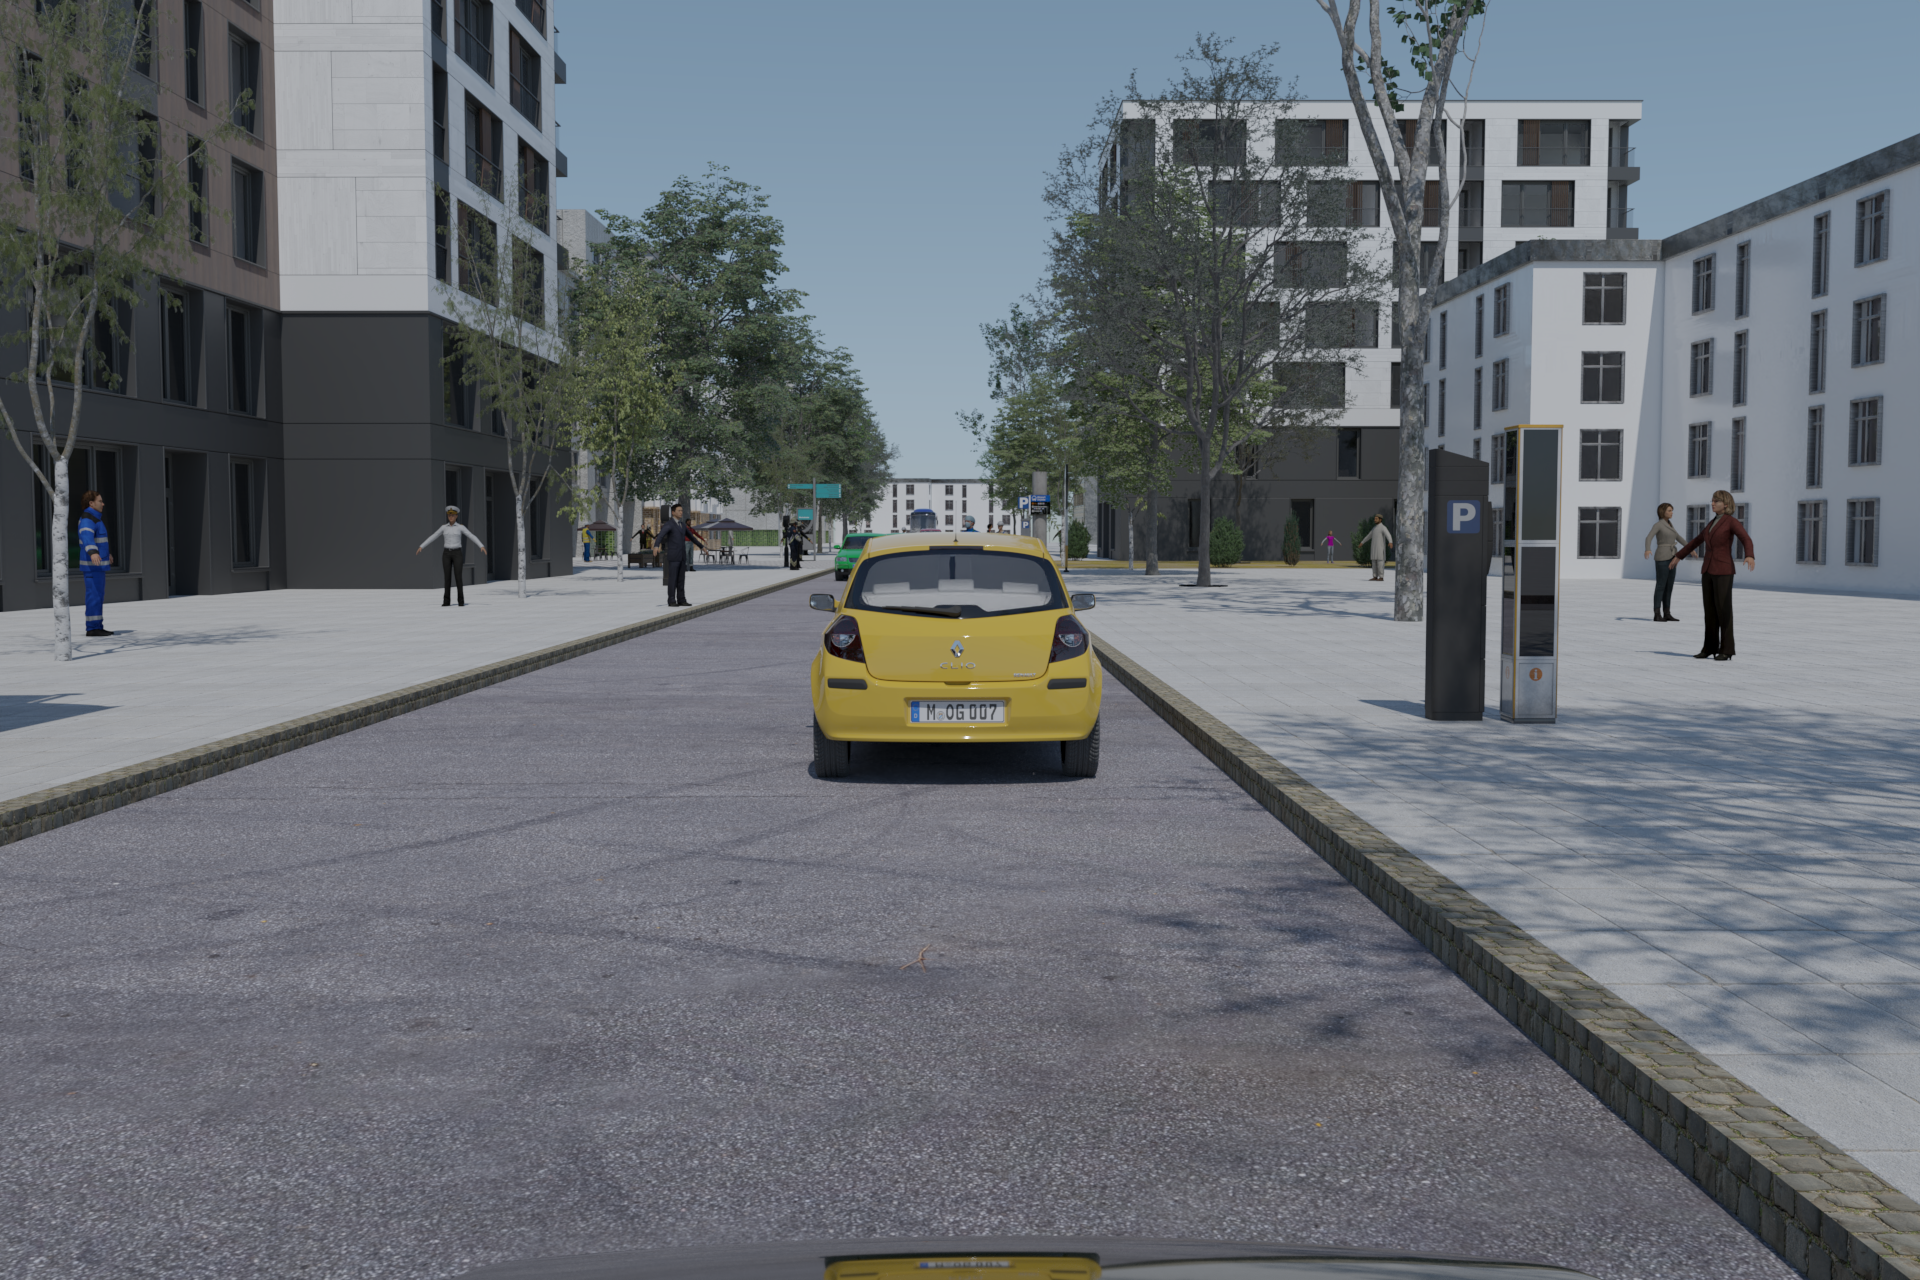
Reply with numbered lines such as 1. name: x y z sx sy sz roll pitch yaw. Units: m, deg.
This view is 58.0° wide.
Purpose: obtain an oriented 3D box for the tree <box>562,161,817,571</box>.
1. tree: -9.799 -9.419 60.661 9.857 13.997 8.962 0 3 0

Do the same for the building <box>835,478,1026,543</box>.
1. building: -4.219 -19.257 259.455 28.070 9.664 9.099 0 4 6

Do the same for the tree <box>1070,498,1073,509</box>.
1. tree: 18.779 -18.679 255.763 4.360 8.622 3.978 0 3 0

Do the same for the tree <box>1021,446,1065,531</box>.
1. tree: 6.120 -10.944 129.301 4.737 8.622 4.395 0 3 0

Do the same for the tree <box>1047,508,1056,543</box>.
1. tree: 13.558 -18.789 257.561 4.360 8.622 3.978 0 3 0

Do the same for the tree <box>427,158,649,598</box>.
1. tree: -8.909 -5.153 34.613 4.360 8.622 3.978 0 3 0

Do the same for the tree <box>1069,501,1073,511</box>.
1. tree: 18.312 -19.029 261.486 4.737 8.622 4.395 0 3 0

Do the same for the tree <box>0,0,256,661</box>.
1. tree: -8.984 -4.078 17.044 4.360 8.622 3.978 0 3 0

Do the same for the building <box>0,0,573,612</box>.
1. building: -26.147 -11.832 37.425 27.936 21.610 32.646 0 4 0

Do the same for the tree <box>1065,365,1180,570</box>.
1. tree: 5.982 -6.789 61.356 4.737 8.622 4.395 0 3 0

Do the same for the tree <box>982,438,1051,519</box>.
1. tree: 5.762 -13.455 154.402 8.767 10.594 7.601 2 4 27

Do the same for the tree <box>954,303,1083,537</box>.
1. tree: 6.004 -17.384 140.119 12.611 20.169 13.585 0 3 0

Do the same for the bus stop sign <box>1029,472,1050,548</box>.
1. bus stop sign: 3.364 -5.149 73.203 0.837 3.901 0.837 0 4 -2

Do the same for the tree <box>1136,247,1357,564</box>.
1. tree: 12.083 -10.053 74.730 12.009 13.543 11.850 0 3 0

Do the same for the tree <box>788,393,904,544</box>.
1. tree: -9.596 -14.327 144.614 12.009 13.543 11.850 0 3 0

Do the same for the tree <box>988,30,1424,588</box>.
1. tree: 6.040 -8.043 41.871 12.009 13.543 11.850 0 3 0

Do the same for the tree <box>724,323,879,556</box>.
1. tree: -9.520 -12.006 102.951 9.857 13.997 8.962 0 3 0

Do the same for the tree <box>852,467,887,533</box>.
1. tree: -9.463 -13.286 167.582 4.737 8.622 4.395 0 3 0

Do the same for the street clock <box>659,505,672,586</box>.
1. street clock: -7.266 -2.344 42.886 0.358 2.002 0.471 0 4 0

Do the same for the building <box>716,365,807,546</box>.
1. building: -27.225 -20.201 196.751 16.747 18.905 31.486 0 4 1

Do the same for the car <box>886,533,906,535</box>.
1. car: -2.335 -3.516 66.286 1.959 1.807 4.718 0 4 0

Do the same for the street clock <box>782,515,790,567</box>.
1. street clock: -6.751 -3.839 67.340 0.358 2.002 0.471 0 4 1

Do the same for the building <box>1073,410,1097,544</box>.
1. building: 25.058 -24.452 230.721 19.493 23.208 18.063 0 4 -1

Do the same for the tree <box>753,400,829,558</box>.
1. tree: -9.793 -8.730 93.094 4.360 8.622 3.978 0 3 0

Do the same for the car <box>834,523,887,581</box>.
1. car: -2.939 -2.783 54.294 1.959 1.807 4.718 0 3 0

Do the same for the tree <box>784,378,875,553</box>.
1. tree: -9.198 -11.577 115.045 9.928 11.665 9.643 0 3 0

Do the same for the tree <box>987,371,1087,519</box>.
1. tree: 5.459 -12.388 120.664 7.486 12.596 7.792 0 3 0

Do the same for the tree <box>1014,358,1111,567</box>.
1. tree: 3.829 -7.209 68.223 4.360 8.622 3.978 0 3 0

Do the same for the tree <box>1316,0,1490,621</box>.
1. tree: 5.133 -10.339 24.926 12.611 20.169 13.585 0 3 0

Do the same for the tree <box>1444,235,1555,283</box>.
1. tree: 24.102 -10.345 75.792 9.857 13.997 8.962 0 3 0

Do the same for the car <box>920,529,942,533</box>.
1. car: -2.058 -6.923 121.864 2.281 1.827 5.304 0 4 0

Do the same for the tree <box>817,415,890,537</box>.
1. tree: -10.368 -15.328 157.275 9.857 13.997 8.962 0 3 0

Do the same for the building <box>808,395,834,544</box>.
1. building: -26.656 -22.437 233.294 16.747 18.905 31.486 0 4 0

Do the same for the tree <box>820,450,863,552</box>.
1. tree: -9.547 -10.622 124.027 4.360 8.622 3.978 0 3 0

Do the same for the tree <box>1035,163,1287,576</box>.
1. tree: 6.053 -8.242 52.878 7.486 12.596 7.792 0 3 0

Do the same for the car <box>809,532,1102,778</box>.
1. car: -0.044 -0.086 11.628 2.015 1.641 3.980 0 4 -1

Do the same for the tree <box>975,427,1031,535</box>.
1. tree: 5.163 -14.698 166.073 9.928 11.665 9.643 0 3 0

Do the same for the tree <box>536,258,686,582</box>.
1. tree: -9.242 -5.885 46.581 4.737 8.622 4.395 0 3 0

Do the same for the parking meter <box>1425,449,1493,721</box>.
1. parking meter: 3.443 -0.382 11.956 0.399 1.863 0.255 0 4 0
